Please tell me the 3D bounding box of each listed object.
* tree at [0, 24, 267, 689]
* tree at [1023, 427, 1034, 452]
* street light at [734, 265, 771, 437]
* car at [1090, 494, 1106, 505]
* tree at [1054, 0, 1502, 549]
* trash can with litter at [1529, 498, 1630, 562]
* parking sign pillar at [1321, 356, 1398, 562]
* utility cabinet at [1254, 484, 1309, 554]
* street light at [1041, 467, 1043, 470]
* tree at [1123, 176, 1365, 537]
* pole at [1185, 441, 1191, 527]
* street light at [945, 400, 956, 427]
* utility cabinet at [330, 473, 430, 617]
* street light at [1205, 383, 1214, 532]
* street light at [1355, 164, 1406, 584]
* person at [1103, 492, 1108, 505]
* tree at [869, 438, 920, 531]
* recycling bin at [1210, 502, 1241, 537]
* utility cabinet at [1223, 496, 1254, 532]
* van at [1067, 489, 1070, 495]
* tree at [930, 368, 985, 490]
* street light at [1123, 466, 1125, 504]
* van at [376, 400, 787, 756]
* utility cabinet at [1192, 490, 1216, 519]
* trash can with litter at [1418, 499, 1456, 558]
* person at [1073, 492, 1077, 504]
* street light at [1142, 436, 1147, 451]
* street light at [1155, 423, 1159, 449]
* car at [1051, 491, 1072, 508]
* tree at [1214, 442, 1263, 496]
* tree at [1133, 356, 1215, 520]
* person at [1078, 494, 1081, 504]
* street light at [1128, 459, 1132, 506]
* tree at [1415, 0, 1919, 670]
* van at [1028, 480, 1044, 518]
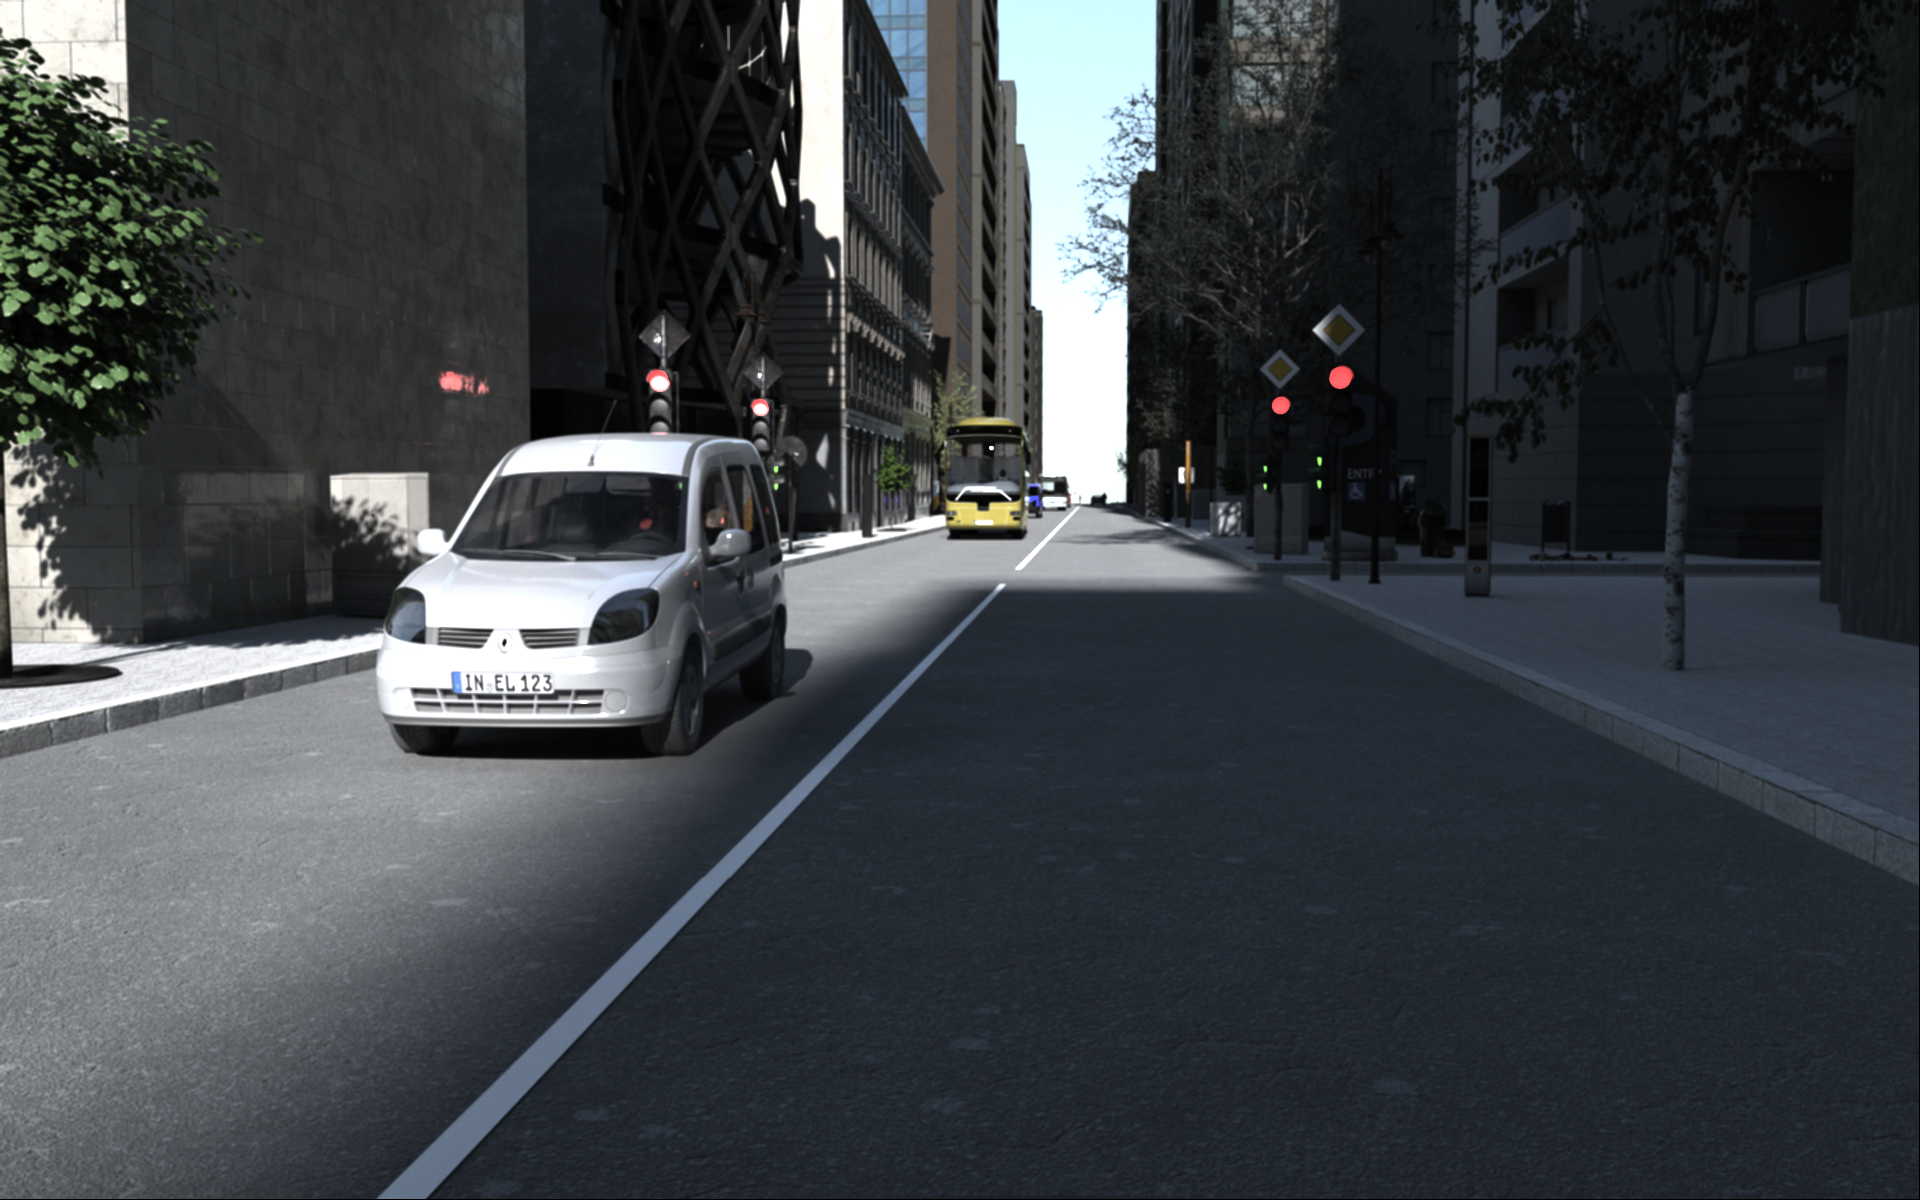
[{"bbox_3d":[-6.555,-1.725,11.918,4.285,4.588,4.351,0,3,0],"label":"tree"},{"bbox_3d":[5.956,-14.424,186.198,4.737,8.622,4.395,0,3,0],"label":"tree"},{"bbox_3d":[-4.188,-3.814,35.143,0.468,5.910,1.993,0,4,4],"label":"street light"},{"bbox_3d":[17.532,-12.732,220.168,2.014,1.417,4.499,0,4,6],"label":"car"},{"bbox_3d":[7.316,-7.924,39.921,12.009,13.543,11.850,0,3,0],"label":"tree"},{"bbox_3d":[11.998,-1.380,33.623,2.233,1.210,1.678,0,4,-1],"label":"trash can with litter"},{"bbox_3d":[7.720,-2.745,33.357,1.447,3.967,1.447,2,4,35],"label":"parking sign pillar"},{"bbox_3d":[6.858,-1.732,37.004,1.173,1.500,0.318,3,5,42],"label":"utility cabinet"},{"bbox_3d":[11.561,-16.590,244.039,0.468,5.910,1.993,0,4,4],"label":"street light"},{"bbox_3d":[8.356,-7.154,51.381,7.601,10.594,8.767,-1,4,-14],"label":"tree"},{"bbox_3d":[8.765,-4.442,66.467,0.158,3.312,0.155,0,3,0],"label":"pole"},{"bbox_3d":[-0.460,-6.889,85.424,0.468,5.910,1.993,0,4,4],"label":"street light"},{"bbox_3d":[-6.032,-0.569,17.983,1.173,1.500,0.318,2,4,32],"label":"utility cabinet"},{"bbox_3d":[8.422,-5.211,57.993,0.468,5.910,1.993,0,4,4],"label":"street light"},{"bbox_3d":[5.955,-3.175,24.699,0.468,5.910,1.993,0,4,4],"label":"street light"},{"bbox_3d":[18.790,-13.199,224.851,0.434,1.755,0.990,-3,5,-43],"label":"person"},{"bbox_3d":[-2.363,-3.979,59.651,1.663,3.219,1.824,0,3,0],"label":"tree"},{"bbox_3d":[7.971,-2.413,52.009,0.722,1.027,0.722,-1,4,-17],"label":"recycling bin"},{"bbox_3d":[9.550,-2.945,59.319,1.020,1.237,0.306,2,4,26],"label":"utility cabinet"},{"bbox_3d":[12.231,-12.473,208.321,2.240,2.365,5.245,0,4,6],"label":"van"},{"bbox_3d":[-0.649,-9.153,100.021,4.737,8.622,4.395,0,3,0],"label":"tree"},{"bbox_3d":[20.517,-14.929,216.883,0.468,5.910,1.993,0,4,4],"label":"street light"},{"bbox_3d":[-2.185,-0.234,10.838,2.013,2.044,4.112,0,4,4],"label":"van"},{"bbox_3d":[12.255,-4.790,86.998,1.173,1.500,0.318,0,4,-3],"label":"utility cabinet"},{"bbox_3d":[9.753,-1.457,35.203,0.624,1.170,1.055,-1,4,-12],"label":"trash can with litter"},{"bbox_3d":[17.358,-15.425,261.366,0.621,1.740,0.551,3,4,38],"label":"person"},{"bbox_3d":[14.315,-9.880,134.324,0.468,5.910,1.993,0,4,4],"label":"street light"},{"bbox_3d":[12.295,-8.278,108.127,0.468,5.910,1.993,0,4,4],"label":"street light"},{"bbox_3d":[10.605,-10.586,181.759,2.281,1.827,5.304,0,4,5],"label":"car"},{"bbox_3d":[10.144,-4.263,64.298,1.663,3.219,1.824,0,3,0],"label":"tree"},{"bbox_3d":[10.684,-8.274,85.641,4.360,8.622,3.978,0,3,0],"label":"tree"},{"bbox_3d":[17.123,-14.401,247.214,0.557,1.426,1.065,-1,4,-17],"label":"person"},{"bbox_3d":[18.070,-12.942,184.394,0.468,5.910,1.993,0,4,4],"label":"street light"},{"bbox_3d":[5.278,-3.810,12.648,4.360,8.622,3.978,0,3,0],"label":"tree"},{"bbox_3d":[3.970,-6.113,104.335,2.240,2.365,5.245,0,4,5],"label":"van"}]
